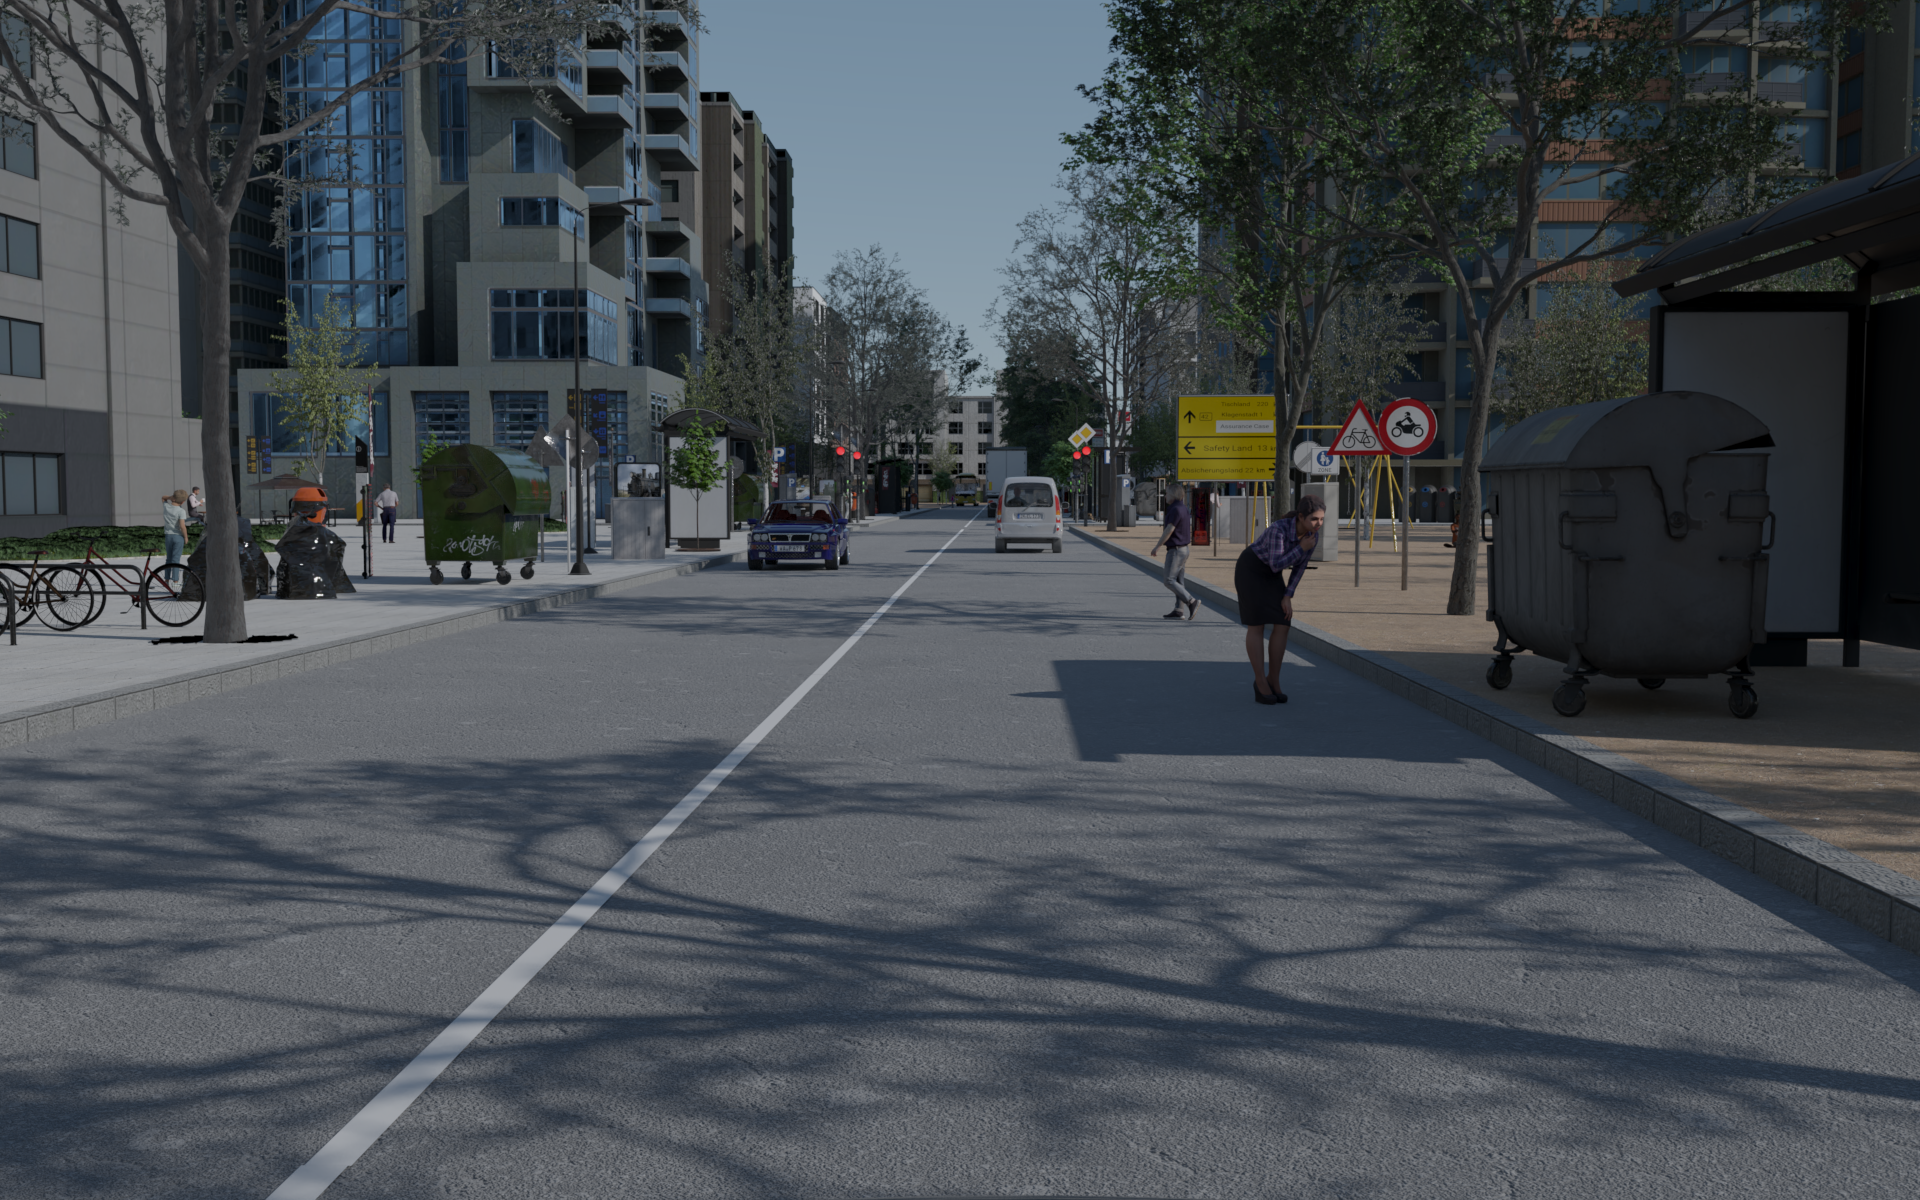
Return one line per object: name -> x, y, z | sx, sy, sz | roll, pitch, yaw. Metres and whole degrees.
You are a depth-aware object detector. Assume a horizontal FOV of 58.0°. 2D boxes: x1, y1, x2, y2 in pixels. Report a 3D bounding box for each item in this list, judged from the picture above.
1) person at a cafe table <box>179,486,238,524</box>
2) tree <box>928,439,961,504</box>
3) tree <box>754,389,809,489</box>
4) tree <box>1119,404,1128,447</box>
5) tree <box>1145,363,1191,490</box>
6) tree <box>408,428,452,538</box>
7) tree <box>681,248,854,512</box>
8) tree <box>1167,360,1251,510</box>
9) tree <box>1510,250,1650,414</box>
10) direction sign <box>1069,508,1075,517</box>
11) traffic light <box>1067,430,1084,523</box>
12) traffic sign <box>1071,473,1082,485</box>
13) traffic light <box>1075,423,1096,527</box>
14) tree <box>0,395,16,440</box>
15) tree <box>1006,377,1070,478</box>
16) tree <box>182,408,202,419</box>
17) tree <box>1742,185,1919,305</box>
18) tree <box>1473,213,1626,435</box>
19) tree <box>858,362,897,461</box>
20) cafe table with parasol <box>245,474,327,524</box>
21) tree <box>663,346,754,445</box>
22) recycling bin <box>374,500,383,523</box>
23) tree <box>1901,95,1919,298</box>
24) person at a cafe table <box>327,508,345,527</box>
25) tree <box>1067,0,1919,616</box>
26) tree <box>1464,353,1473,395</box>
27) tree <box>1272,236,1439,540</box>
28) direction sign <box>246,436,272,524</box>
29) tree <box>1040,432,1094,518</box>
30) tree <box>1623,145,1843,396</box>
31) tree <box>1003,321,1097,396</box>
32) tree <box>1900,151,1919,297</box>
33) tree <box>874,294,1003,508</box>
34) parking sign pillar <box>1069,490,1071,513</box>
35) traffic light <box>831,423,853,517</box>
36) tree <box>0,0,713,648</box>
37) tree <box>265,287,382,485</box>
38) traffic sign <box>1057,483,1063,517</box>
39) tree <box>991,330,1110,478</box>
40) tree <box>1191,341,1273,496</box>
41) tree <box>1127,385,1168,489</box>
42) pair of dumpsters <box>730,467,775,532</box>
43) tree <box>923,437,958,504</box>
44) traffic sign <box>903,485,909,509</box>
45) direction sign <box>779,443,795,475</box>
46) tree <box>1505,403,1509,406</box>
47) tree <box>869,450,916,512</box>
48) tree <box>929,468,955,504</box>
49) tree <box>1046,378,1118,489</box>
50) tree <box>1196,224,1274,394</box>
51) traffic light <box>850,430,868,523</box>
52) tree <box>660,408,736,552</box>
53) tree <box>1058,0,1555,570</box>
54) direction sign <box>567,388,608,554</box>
person at a cafe table -> -23.813, -2.829, 54.769 | 1.622, 1.524, 1.698 | -2, 4, -29
tree -> -2.028, -16.823, 225.418 | 4.737, 8.622, 4.395 | 0, 3, 0
tree -> -11.816, -9.971, 113.382 | 4.737, 8.622, 4.395 | 0, 3, 0
tree -> 13.823, -10.023, 114.235 | 4.737, 8.622, 4.395 | 0, 3, 0
tree -> 12.287, -8.451, 88.530 | 4.360, 8.622, 3.978 | 0, 3, 0
tree -> -15.390, -3.409, 50.336 | 1.663, 3.219, 1.824 | 0, 3, 0
tree -> -5.952, -6.155, 51.001 | 4.360, 8.622, 3.978 | 0, 3, 0
tree -> 14.027, -8.768, 93.712 | 4.737, 8.622, 4.395 | 0, 3, 0
tree -> 19.778, -6.287, 53.158 | 4.737, 8.622, 4.395 | 0, 3, 0
direction sign -> 6.271, -6.420, 96.972 | 0.876, 3.537, 0.379 | -1, 4, -22
traffic light -> 5.121, -5.342, 76.261 | 0.839, 4.253, 0.868 | 0, 4, 1
traffic sign -> 5.537, -4.890, 82.088 | 0.606, 2.300, 0.079 | 0, 4, 7
traffic light -> 4.945, -4.854, 68.277 | 0.839, 4.253, 0.868 | 0, 4, 1
tree -> -22.735, -3.330, 38.166 | 4.285, 4.588, 4.351 | 0, 3, 0
tree -> 8.064, -14.713, 158.692 | 7.486, 12.596, 7.792 | 0, 3, 0
tree -> -29.019, -4.951, 64.660 | 4.285, 4.588, 4.351 | 0, 3, 0
tree -> 28.780, -8.016, 56.816 | 9.928, 11.665, 9.643 | 0, 3, 0
tree -> 16.728, -5.881, 46.516 | 4.360, 8.622, 3.978 | 0, 3, 0
tree -> -4.668, -12.823, 135.406 | 9.928, 11.665, 9.643 | 0, 3, 0
cafe table with parasol -> -22.542, -3.250, 58.000 | 2.610, 1.966, 2.610 | 0, 4, 6
tree -> -13.050, -8.352, 86.917 | 4.737, 8.622, 4.395 | 0, 3, 0
recycling bin -> -25.592, -3.935, 76.894 | 0.722, 1.027, 0.722 | -2, 4, -30
tree -> 16.880, -4.728, 27.663 | 4.360, 8.622, 3.978 | 0, 3, 0
person at a cafe table -> -24.927, -3.576, 66.979 | 1.698, 1.524, 1.622 | 0, 4, -1
tree -> 5.331, -5.096, 17.727 | 8.767, 10.594, 7.601 | 0, 4, -6
tree -> 19.147, -6.599, 58.254 | 4.360, 8.622, 3.978 | 0, 3, 0
tree -> 11.110, -5.982, 48.163 | 4.360, 8.622, 3.978 | 0, 3, 0
direction sign -> -27.180, -4.600, 67.213 | 0.876, 3.537, 0.379 | -2, 4, -25
tree -> 5.960, -6.647, 92.395 | 4.285, 4.588, 4.351 | 0, 3, 0
tree -> 15.860, -5.166, 34.833 | 4.360, 8.622, 3.978 | 0, 3, 0
tree -> 7.273, -19.909, 181.395 | 12.611, 20.169, 13.585 | 0, 3, 0
tree -> 28.440, -8.378, 43.642 | 9.857, 13.997, 8.962 | 0, 3, 0
tree -> -3.347, -18.732, 162.155 | 12.611, 20.169, 13.585 | 0, 3, 0
parking sign pillar -> 7.932, -7.975, 118.867 | 1.447, 3.967, 1.447 | 2, 4, 28
traffic light -> -4.674, -4.866, 68.473 | 0.839, 4.253, 0.868 | 0, 4, 1
tree -> -6.492, -6.383, 14.731 | 12.009, 13.543, 11.850 | 0, 3, 0
tree -> -23.092, -6.859, 62.515 | 4.737, 8.622, 4.395 | 0, 3, 0
traffic sign -> 5.808, -5.881, 98.287 | 0.606, 2.300, 0.079 | 0, 4, 2
tree -> 7.174, -13.589, 128.832 | 9.857, 13.997, 8.962 | 0, 3, 0
tree -> 13.645, -8.094, 82.704 | 4.360, 8.622, 3.978 | 0, 3, 0
tree -> 13.119, -9.216, 101.051 | 4.737, 8.622, 4.395 | 0, 3, 0
pair of dumpsters -> -7.507, -3.548, 60.499 | 1.574, 2.255, 4.437 | 0, 4, 1
tree -> -2.577, -16.525, 220.545 | 4.360, 8.622, 3.978 | 0, 3, 0
traffic sign -> -4.751, -8.924, 145.916 | 0.884, 2.594, 0.081 | 1, 4, 10
direction sign -> -7.619, -5.158, 76.332 | 0.876, 3.537, 0.379 | 2, 4, 29
tree -> 22.785, -7.010, 64.972 | 4.737, 8.622, 4.395 | 0, 3, 0
tree -> -4.838, -8.584, 124.056 | 4.285, 4.588, 4.351 | 0, 3, 0
tree -> -2.227, -14.196, 215.816 | 4.285, 4.588, 4.351 | 0, 3, 0
tree -> 7.387, -9.781, 110.279 | 4.737, 8.622, 4.395 | 0, 3, 0
tree -> 5.289, -9.060, 58.504 | 12.009, 13.543, 11.850 | 0, 3, 0
traffic light -> -4.498, -5.354, 76.457 | 0.839, 4.253, 0.868 | 0, 4, 1
tree -> -5.775, -2.704, 38.816 | 1.663, 3.219, 1.824 | 0, 3, 0
tree -> 5.679, -6.338, 29.385 | 9.928, 11.665, 9.643 | 0, 3, 0
direction sign -> -7.993, -2.766, 37.224 | 0.876, 3.537, 0.379 | 0, 4, 5
